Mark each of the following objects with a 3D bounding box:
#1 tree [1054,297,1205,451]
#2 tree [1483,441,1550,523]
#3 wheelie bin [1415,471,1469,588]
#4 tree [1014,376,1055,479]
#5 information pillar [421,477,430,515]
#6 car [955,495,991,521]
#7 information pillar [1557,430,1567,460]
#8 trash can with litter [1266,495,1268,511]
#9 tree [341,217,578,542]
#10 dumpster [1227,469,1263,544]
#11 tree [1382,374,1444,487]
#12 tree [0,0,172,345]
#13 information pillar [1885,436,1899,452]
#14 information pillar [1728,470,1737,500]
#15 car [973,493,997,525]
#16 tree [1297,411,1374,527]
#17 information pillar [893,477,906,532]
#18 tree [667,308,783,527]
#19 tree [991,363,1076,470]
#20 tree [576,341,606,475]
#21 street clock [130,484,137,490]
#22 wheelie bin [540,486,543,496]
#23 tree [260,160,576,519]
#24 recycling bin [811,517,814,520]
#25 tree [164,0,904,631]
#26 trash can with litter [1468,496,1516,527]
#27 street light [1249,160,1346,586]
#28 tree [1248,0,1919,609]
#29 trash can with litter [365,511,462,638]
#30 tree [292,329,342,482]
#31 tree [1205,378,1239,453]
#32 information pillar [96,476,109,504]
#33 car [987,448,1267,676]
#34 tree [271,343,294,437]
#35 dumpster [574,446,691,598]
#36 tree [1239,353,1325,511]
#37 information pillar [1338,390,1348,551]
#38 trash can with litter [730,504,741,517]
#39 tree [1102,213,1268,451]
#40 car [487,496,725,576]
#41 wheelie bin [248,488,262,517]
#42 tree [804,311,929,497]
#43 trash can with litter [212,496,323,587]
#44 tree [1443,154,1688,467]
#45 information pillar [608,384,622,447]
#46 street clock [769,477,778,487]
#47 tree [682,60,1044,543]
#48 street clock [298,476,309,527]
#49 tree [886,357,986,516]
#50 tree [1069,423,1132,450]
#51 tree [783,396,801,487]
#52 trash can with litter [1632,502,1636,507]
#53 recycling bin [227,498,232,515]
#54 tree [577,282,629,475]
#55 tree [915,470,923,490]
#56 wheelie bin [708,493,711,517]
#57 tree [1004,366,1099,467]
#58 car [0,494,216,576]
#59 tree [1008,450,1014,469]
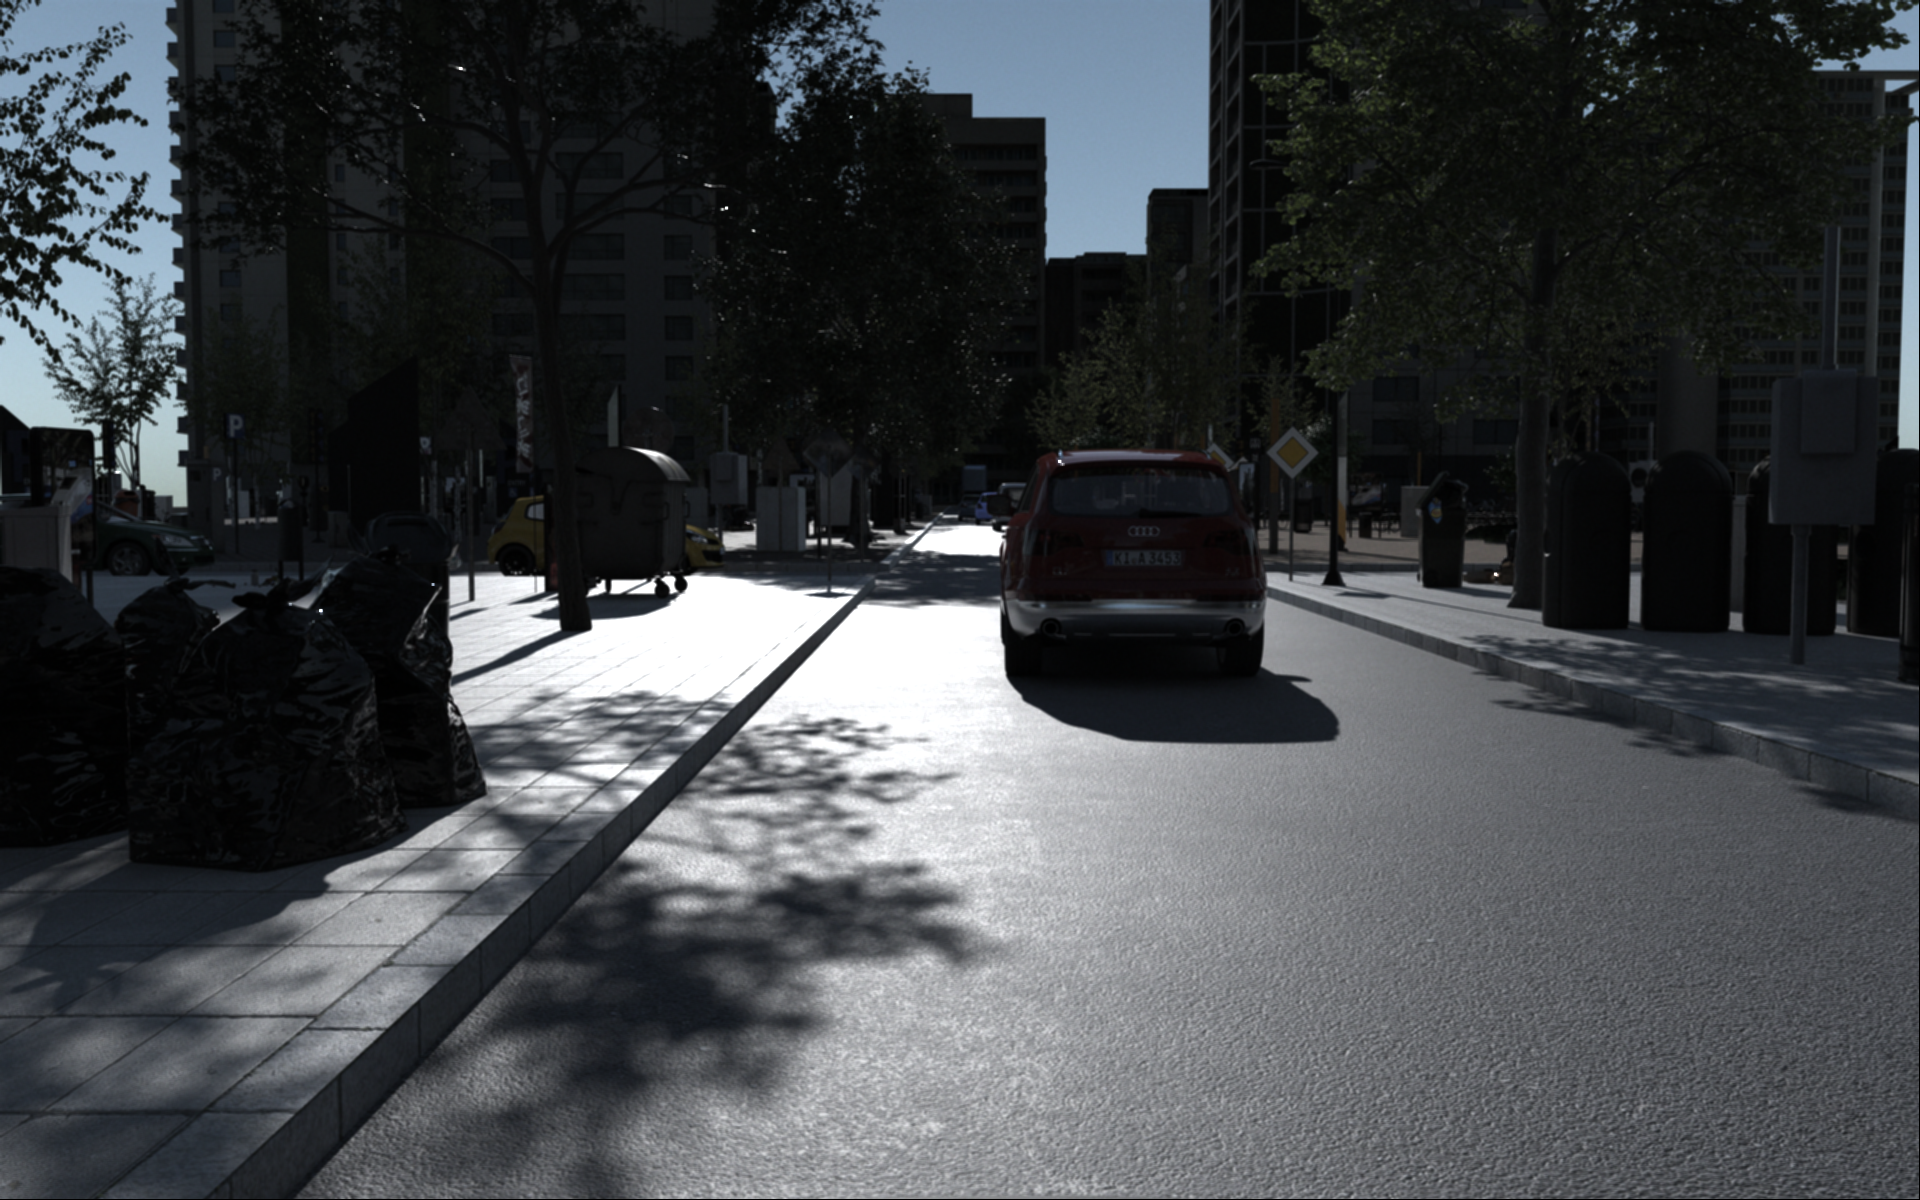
[{"bbox_3d":[6.426,-7.032,65.327,4.360,8.622,3.978,0,3,0],"label":"tree"},{"bbox_3d":[20.423,-4.233,63.810,1.663,3.219,1.824,0,3,0],"label":"tree"},{"bbox_3d":[6.681,-0.984,23.990,0.693,1.594,0.980,1,4,8],"label":"wheelie bin"},{"bbox_3d":[5.473,-8.300,86.075,4.360,8.622,3.978,0,3,0],"label":"tree"},{"bbox_3d":[-22.945,-4.278,74.432,0.304,2.012,0.304,-2,4,-30],"label":"information pillar"},{"bbox_3d":[0.761,-4.954,92.995,2.014,1.417,4.499,0,4,0],"label":"car"},{"bbox_3d":[21.944,-4.399,63.272,0.504,3.616,0.183,-2,4,-34],"label":"information pillar"},{"bbox_3d":[16.699,-5.128,94.892,1.678,1.210,2.233,0,4,4],"label":"trash can with litter"},{"bbox_3d":[-13.371,-5.877,46.455,4.360,8.622,3.978,0,3,0],"label":"tree"},{"bbox_3d":[6.429,-2.155,40.988,1.264,1.857,1.865,0,4,0],"label":"dumpster"},{"bbox_3d":[28.129,-9.557,106.625,4.360,8.622,3.978,0,3,0],"label":"tree"},{"bbox_3d":[-11.465,-4.238,19.662,4.737,8.622,4.395,0,3,0],"label":"tree"},{"bbox_3d":[37.178,-4.758,69.153,0.504,3.616,0.183,2,4,27],"label":"information pillar"},{"bbox_3d":[23.792,-3.002,53.579,0.304,2.012,0.304,0,4,0],"label":"information pillar"},{"bbox_3d":[1.561,-4.400,81.524,1.945,1.707,3.694,0,3,0],"label":"car"},{"bbox_3d":[14.581,-5.178,68.374,4.285,4.588,4.351,0,3,0],"label":"tree"},{"bbox_3d":[-2.039,-3.291,58.306,0.304,2.012,0.304,-3,5,-41],"label":"information pillar"},{"bbox_3d":[-9.459,-7.155,67.349,4.737,8.622,4.395,0,3,0],"label":"tree"},{"bbox_3d":[5.922,-12.921,137.021,9.928,11.665,9.643,0,3,0],"label":"tree"},{"bbox_3d":[-18.078,-7.907,79.645,4.737,8.622,4.395,0,3,0],"label":"tree"},{"bbox_3d":[-49.004,-6.005,102.750,0.358,2.002,0.471,-3,5,-42],"label":"street clock"},{"bbox_3d":[-16.082,-3.676,68.012,0.980,1.594,0.693,-2,4,-26],"label":"wheelie bin"},{"bbox_3d":[-11.753,-5.345,37.748,4.737,8.622,4.395,0,3,0],"label":"tree"},{"bbox_3d":[-6.914,-4.454,85.377,0.722,1.027,0.722,2,4,34],"label":"recycling bin"},{"bbox_3d":[-3.960,-4.996,16.095,7.601,10.594,8.767,1,4,9],"label":"tree"},{"bbox_3d":[20.783,-3.409,66.797,2.233,1.210,1.678,2,4,25],"label":"trash can with litter"},{"bbox_3d":[4.723,-3.163,24.251,1.470,5.913,1.316,0,4,0],"label":"street light"},{"bbox_3d":[6.846,-6.190,19.331,7.486,12.596,7.792,0,3,0],"label":"tree"},{"bbox_3d":[-3.371,0.033,10.848,0.624,1.170,1.055,-2,4,-24],"label":"trash can with litter"},{"bbox_3d":[-19.256,-6.554,57.520,4.360,8.622,3.978,0,3,0],"label":"tree"},{"bbox_3d":[15.168,-9.539,106.322,4.360,8.622,3.978,0,3,0],"label":"tree"},{"bbox_3d":[-35.183,-4.077,71.147,0.304,2.012,0.304,1,4,18],"label":"information pillar"},{"bbox_3d":[1.376,-0.399,15.194,2.281,1.827,5.304,0,4,1],"label":"car"},{"bbox_3d":[-28.837,-7.788,77.690,4.360,8.622,3.978,0,3,0],"label":"tree"},{"bbox_3d":[-4.166,-0.989,21.922,1.264,1.857,1.865,0,4,0],"label":"dumpster"},{"bbox_3d":[16.867,-8.556,90.249,4.360,8.622,3.978,0,3,0],"label":"tree"},{"bbox_3d":[8.484,-2.895,38.694,0.183,3.616,0.504,3,5,45],"label":"information pillar"},{"bbox_3d":[-11.969,-4.972,92.671,0.624,1.170,1.055,1,4,14],"label":"trash can with litter"},{"bbox_3d":[5.952,-5.877,46.455,4.737,8.622,4.395,0,3,0],"label":"tree"},{"bbox_3d":[-6.054,-1.197,29.796,3.980,1.641,2.015,0,4,1],"label":"car"},{"bbox_3d":[-39.636,-5.466,97.277,0.693,1.594,0.980,2,4,24],"label":"wheelie bin"},{"bbox_3d":[-3.741,-6.965,64.237,4.360,8.622,3.978,0,3,0],"label":"tree"},{"bbox_3d":[-9.183,-0.797,24.082,2.233,1.210,1.678,3,4,36],"label":"trash can with litter"},{"bbox_3d":[12.829,-5.257,36.320,4.360,8.622,3.978,0,3,0],"label":"tree"},{"bbox_3d":[-7.372,-2.797,37.089,0.183,3.616,0.504,-3,4,-38],"label":"information pillar"},{"bbox_3d":[-6.878,-3.622,63.783,0.358,2.002,0.471,-1,4,-20],"label":"street clock"},{"bbox_3d":[-2.642,-7.868,45.653,9.611,12.733,9.660,0,3,0],"label":"tree"},{"bbox_3d":[-25.870,-3.898,68.306,0.471,2.002,0.358,3,5,41],"label":"street clock"},{"bbox_3d":[-2.157,-12.063,115.356,7.486,12.596,7.792,0,3,0],"label":"tree"},{"bbox_3d":[6.458,-5.912,80.375,4.285,4.588,4.351,0,3,0],"label":"tree"},{"bbox_3d":[-10.098,-8.458,88.644,4.737,8.622,4.395,0,3,0],"label":"tree"},{"bbox_3d":[42.036,-5.926,108.277,0.624,1.170,1.055,2,4,27],"label":"trash can with litter"},{"bbox_3d":[-44.449,-5.730,106.236,0.722,1.027,0.722,1,4,17],"label":"recycling bin"},{"bbox_3d":[-12.698,-6.469,56.133,4.360,8.622,3.978,0,3,0],"label":"tree"},{"bbox_3d":[-3.258,-11.394,136.655,4.737,8.622,4.395,0,3,0],"label":"tree"},{"bbox_3d":[-14.418,-5.464,97.241,0.980,1.594,0.693,-3,4,-38],"label":"wheelie bin"},{"bbox_3d":[6.105,-11.679,125.369,8.767,10.594,7.601,-1,4,-22],"label":"tree"},{"bbox_3d":[-15.133,-1.067,29.245,4.920,1.459,2.131,0,4,-1],"label":"car"},{"bbox_3d":[6.830,-12.604,156.432,4.360,8.622,3.978,0,3,0],"label":"tree"}]
